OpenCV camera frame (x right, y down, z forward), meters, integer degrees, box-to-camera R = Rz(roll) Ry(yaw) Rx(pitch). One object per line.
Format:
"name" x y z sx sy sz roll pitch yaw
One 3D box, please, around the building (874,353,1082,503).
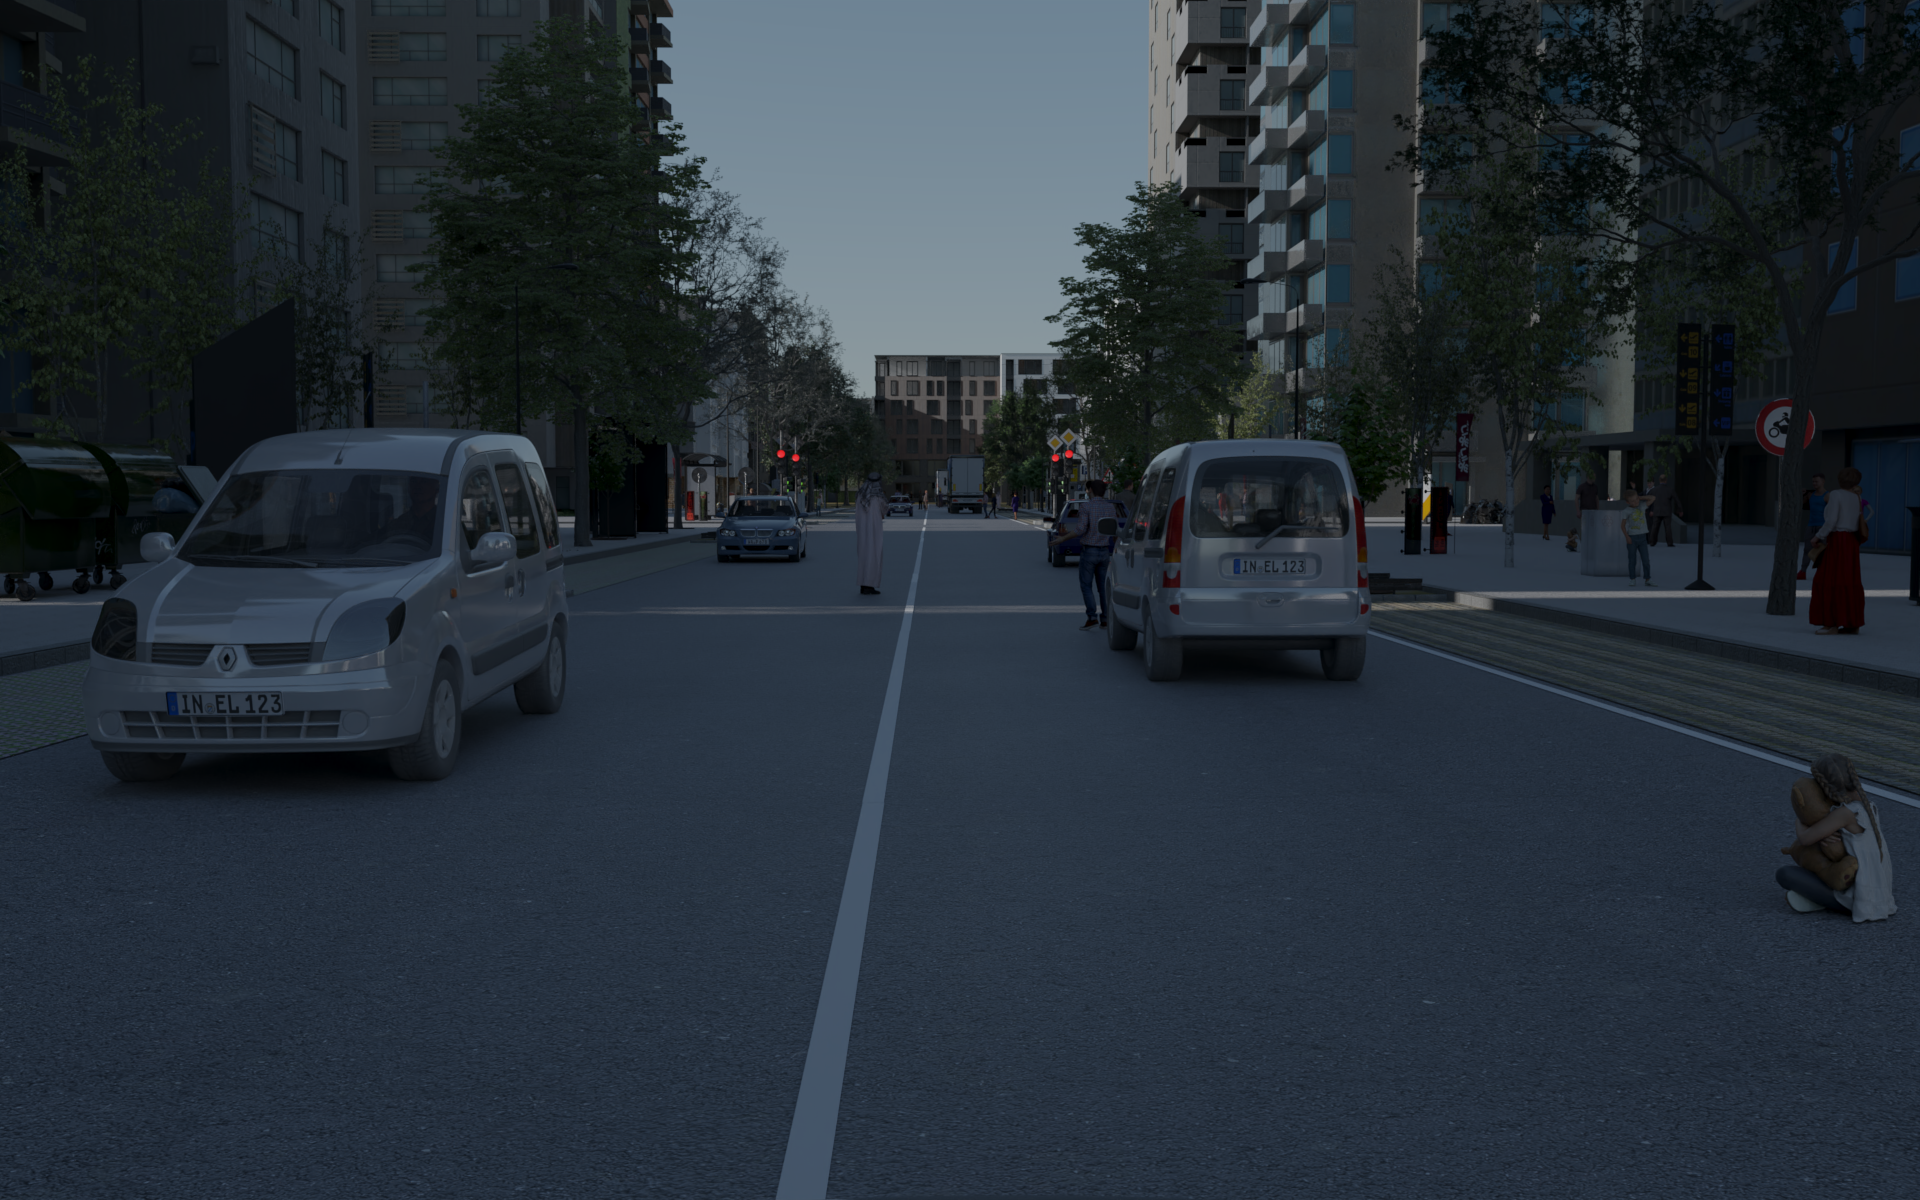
"building" 3.558 -25.751 265.009 32.646 21.610 27.936 0 4 -1

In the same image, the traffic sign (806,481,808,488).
"traffic sign" -13.541 -9.552 156.283 0.768 2.556 0.104 0 4 3

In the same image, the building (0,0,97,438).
"building" -30.707 -23.025 31.088 22.147 44.769 28.867 0 4 -1

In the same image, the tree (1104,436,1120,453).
"tree" 12.624 -10.720 125.639 4.737 8.622 4.395 0 3 0

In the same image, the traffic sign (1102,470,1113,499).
"traffic sign" 7.216 -5.116 83.654 0.884 2.594 0.081 0 4 2

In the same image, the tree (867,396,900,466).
"tree" -10.170 -11.469 97.894 12.009 13.543 11.850 0 3 0

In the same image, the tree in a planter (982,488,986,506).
"tree in a planter" 2.292 -13.078 211.043 1.991 3.239 1.994 0 4 -1

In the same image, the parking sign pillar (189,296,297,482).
"parking sign pillar" -9.709 -2.142 23.489 1.447 3.967 1.447 -2 4 -33

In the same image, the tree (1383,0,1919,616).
"tree" 8.620 -5.099 17.774 8.767 10.594 7.601 1 4 15

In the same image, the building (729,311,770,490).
"building" -39.889 -22.230 207.439 32.646 21.610 27.936 0 4 -1

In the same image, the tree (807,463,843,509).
"tree" -11.930 -10.361 153.117 4.285 4.588 4.351 0 3 0

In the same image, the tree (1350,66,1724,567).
"tree" 9.686 -4.863 29.866 4.737 8.622 4.395 0 3 0

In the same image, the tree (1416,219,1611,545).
"tree" 13.967 -5.692 43.427 4.360 8.622 3.978 0 3 0

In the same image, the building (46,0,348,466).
"building" -27.518 -22.708 54.873 14.086 41.232 14.154 0 4 -1

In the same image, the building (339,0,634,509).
"building" -28.373 -25.877 106.683 14.154 41.232 14.086 0 4 -1

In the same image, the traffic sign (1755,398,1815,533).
"traffic sign" 10.967 -1.407 23.113 0.768 2.556 0.104 0 4 5

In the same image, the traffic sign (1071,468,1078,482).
"traffic sign" 7.913 -8.493 132.740 2.265 3.308 0.079 0 4 3

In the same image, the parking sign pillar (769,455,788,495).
"parking sign pillar" -12.472 -7.983 118.986 1.447 3.967 1.447 -1 4 -21

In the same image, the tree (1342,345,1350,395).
"tree" 15.680 -6.757 60.834 4.737 8.622 4.395 0 3 0

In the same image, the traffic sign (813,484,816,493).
"traffic sign" -12.448 -8.880 147.321 0.606 2.300 0.079 0 4 8

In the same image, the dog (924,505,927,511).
"dog" -2.886 -7.680 144.855 0.406 0.507 0.540 -2 4 -32

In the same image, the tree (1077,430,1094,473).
"tree" 12.073 -11.301 135.138 4.360 8.622 3.978 0 3 0

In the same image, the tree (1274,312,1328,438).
"tree" 14.487 -7.189 67.907 4.360 8.622 3.978 0 3 0

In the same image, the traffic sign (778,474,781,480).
"traffic sign" -11.647 -6.836 111.776 0.884 2.594 0.081 0 4 2

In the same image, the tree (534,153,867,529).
"tree" -10.337 -9.339 63.063 12.009 13.543 11.850 0 3 0

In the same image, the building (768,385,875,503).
"building" -28.430 -24.087 260.272 31.486 18.905 16.747 0 4 -1

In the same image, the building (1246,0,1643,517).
"building" 32.525 -29.596 103.500 30.456 49.044 23.786 0 4 -1

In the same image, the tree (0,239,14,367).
"tree" -9.231 -1.805 13.225 4.285 4.588 4.351 0 3 0

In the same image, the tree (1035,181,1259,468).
"tree" 6.897 -8.847 62.780 7.486 12.596 7.792 0 3 0

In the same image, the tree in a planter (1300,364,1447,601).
"tree in a planter" 5.500 -1.635 23.960 1.991 3.239 1.994 0 4 -1

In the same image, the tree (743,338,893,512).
"tree" -10.890 -12.754 125.528 9.611 12.733 9.660 0 3 0

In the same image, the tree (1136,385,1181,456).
"tree" 13.419 -9.790 110.426 4.737 8.622 4.395 0 3 0

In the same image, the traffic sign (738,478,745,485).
"traffic sign" -13.336 -6.553 106.876 0.795 2.593 0.064 0 4 7

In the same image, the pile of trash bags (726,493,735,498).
"pile of trash bags" -12.701 -5.656 102.226 1.912 1.369 3.447 2 4 26

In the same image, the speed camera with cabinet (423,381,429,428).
"speed camera with cabinet" -9.688 -2.170 29.809 0.660 3.252 2.038 3 5 42

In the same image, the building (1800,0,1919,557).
"building" 25.979 -23.297 31.015 14.600 45.320 14.200 0 4 -1

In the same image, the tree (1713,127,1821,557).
"tree" 15.436 -5.195 35.308 4.737 8.622 4.395 0 3 0

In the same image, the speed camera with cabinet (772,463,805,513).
"speed camera with cabinet" -10.933 -7.095 110.335 2.038 3.252 0.660 1 4 17

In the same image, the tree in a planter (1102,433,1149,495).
"tree in a planter" 5.040 -3.285 50.939 1.991 3.239 1.994 0 4 -1

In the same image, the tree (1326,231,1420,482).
"tree" 13.033 -5.974 48.031 4.360 8.622 3.978 0 3 0

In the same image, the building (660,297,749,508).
"building" -30.147 -19.426 174.038 16.016 20.091 11.380 0 4 -1

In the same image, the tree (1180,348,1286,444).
"tree" 14.250 -8.344 86.781 4.737 8.622 4.395 0 3 0

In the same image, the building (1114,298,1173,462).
"building" 23.538 -19.309 172.113 16.016 20.091 11.380 0 4 -1

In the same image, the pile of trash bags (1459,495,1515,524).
"pile of trash bags" 21.947 -3.927 73.952 3.447 1.369 1.912 0 4 -4

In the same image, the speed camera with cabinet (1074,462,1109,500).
"speed camera with cabinet" 7.939 -6.715 104.123 2.038 3.252 0.660 -1 4 -9

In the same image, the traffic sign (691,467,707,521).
"traffic sign" -12.344 -5.011 82.035 0.768 2.556 0.104 0 4 5

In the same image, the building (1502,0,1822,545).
"building" 34.526 -21.938 50.568 32.217 40.220 23.993 0 4 -1

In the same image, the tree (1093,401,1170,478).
"tree" 12.060 -10.145 116.225 4.360 8.622 3.978 0 3 0

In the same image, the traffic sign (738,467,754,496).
"traffic sign" -10.001 -4.948 80.999 0.768 2.556 0.104 0 4 3

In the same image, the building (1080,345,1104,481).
"building" 23.204 -22.020 216.440 16.016 20.091 11.380 0 4 -1

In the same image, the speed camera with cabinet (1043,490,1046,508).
"speed camera with cabinet" 7.673 -9.537 150.269 0.660 3.252 2.038 1 4 15

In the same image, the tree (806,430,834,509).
"tree" -11.420 -11.843 143.997 4.737 8.622 4.395 0 3 0

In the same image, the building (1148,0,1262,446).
"building" 30.483 -33.863 142.906 28.713 52.752 27.495 0 4 -1

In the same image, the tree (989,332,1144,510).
"tree" 7.182 -9.990 97.746 7.601 10.594 8.767 2 4 29

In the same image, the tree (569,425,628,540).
"tree" -9.866 -3.308 48.683 1.663 3.219 1.824 0 3 0

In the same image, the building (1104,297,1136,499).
"building" 29.835 -21.441 194.532 27.936 21.610 32.646 0 4 -1

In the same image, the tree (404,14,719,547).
"tree" -9.652 -7.572 41.930 7.486 12.596 7.792 0 3 0

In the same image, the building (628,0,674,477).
"building" -35.072 -29.630 139.074 22.147 44.769 28.867 0 4 -1
